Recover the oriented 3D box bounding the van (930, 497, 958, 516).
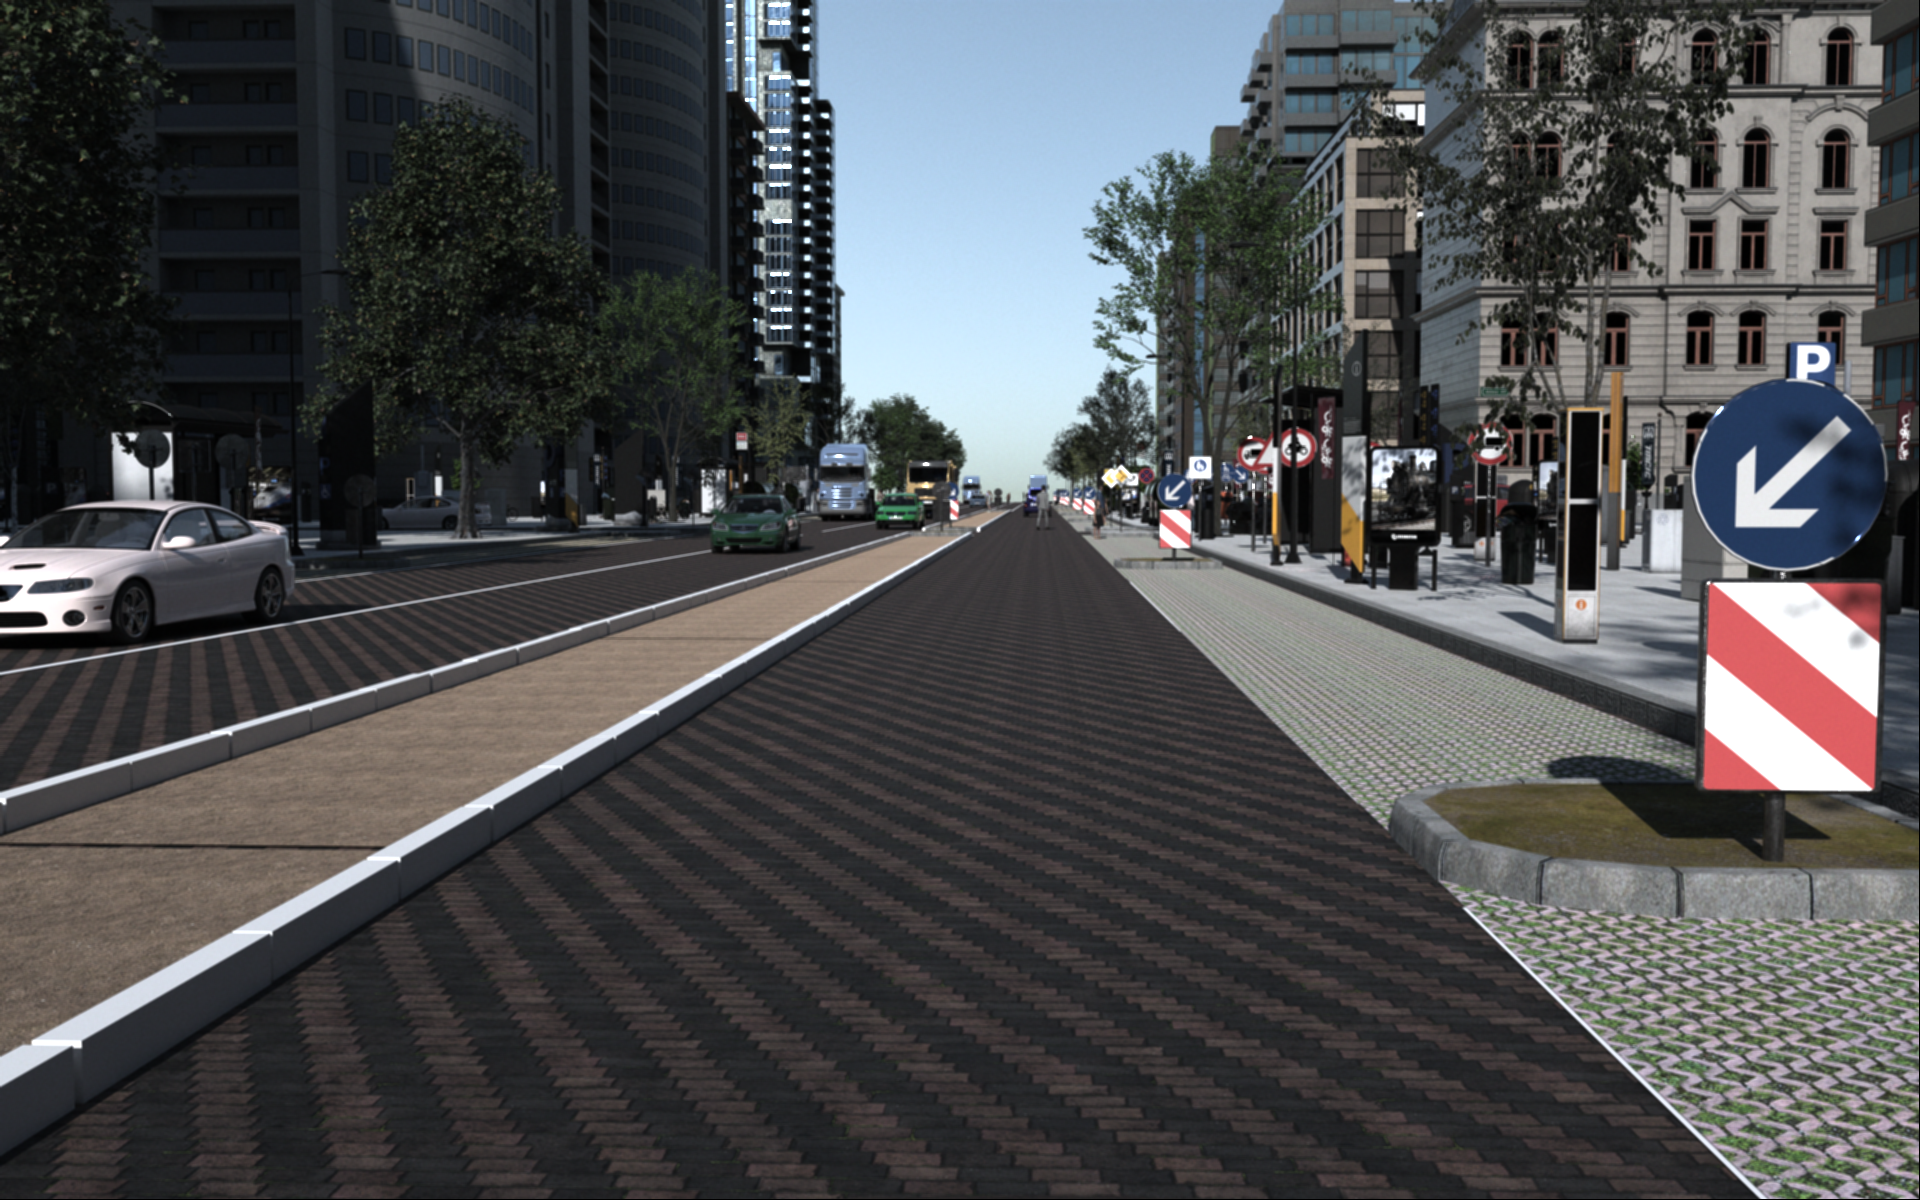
[{"bbox_3d":[-1.101,-6.596,114.850,2.013,2.044,4.112,0,4,2],"label":"van"}]

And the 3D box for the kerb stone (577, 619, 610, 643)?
[{"bbox_3d":[-3.641,0.318,16.991,0.120,0.150,1.000,0,4,3],"label":"kerb stone"}]

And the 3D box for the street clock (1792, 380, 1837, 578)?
[{"bbox_3d":[5.440,-0.405,11.188,0.471,2.002,0.358,0,4,6],"label":"street clock"}]

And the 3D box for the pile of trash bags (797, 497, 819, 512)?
[{"bbox_3d":[-11.142,-6.994,124.107,1.912,1.369,3.447,1,4,18],"label":"pile of trash bags"}]

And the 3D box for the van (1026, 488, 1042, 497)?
[{"bbox_3d":[8.286,-11.176,187.109,2.240,2.365,5.245,0,4,2],"label":"van"}]

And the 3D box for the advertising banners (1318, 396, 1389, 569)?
[{"bbox_3d":[6.905,-2.094,30.433,0.090,3.025,2.074,-2,4,-25],"label":"advertising banners"}]

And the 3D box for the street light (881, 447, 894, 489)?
[{"bbox_3d":[-7.145,-12.058,169.692,1.470,5.913,1.316,0,4,3],"label":"street light"}]

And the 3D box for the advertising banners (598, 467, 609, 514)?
[{"bbox_3d":[-23.286,-7.158,113.217,0.090,3.025,2.074,-2,4,-29],"label":"advertising banners"}]

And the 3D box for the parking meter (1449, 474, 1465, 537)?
[{"bbox_3d":[14.744,-2.793,51.375,0.399,1.863,0.255,3,5,43],"label":"parking meter"}]

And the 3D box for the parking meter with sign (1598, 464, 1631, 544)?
[{"bbox_3d":[16.277,-2.945,44.404,1.738,3.016,0.543,0,4,-4],"label":"parking meter with sign"}]

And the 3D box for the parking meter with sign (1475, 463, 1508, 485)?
[{"bbox_3d":[21.284,-4.419,68.512,1.738,3.016,0.543,1,4,11],"label":"parking meter with sign"}]

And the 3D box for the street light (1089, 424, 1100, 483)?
[{"bbox_3d":[9.454,-8.717,115.061,1.470,5.913,1.316,0,4,3],"label":"street light"}]

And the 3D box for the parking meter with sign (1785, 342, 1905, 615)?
[{"bbox_3d":[9.810,-1.400,19.148,0.543,3.016,1.738,0,4,-3],"label":"parking meter with sign"}]

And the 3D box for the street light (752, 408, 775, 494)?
[{"bbox_3d":[-10.634,-7.389,93.354,1.470,5.913,1.316,0,4,3],"label":"street light"}]

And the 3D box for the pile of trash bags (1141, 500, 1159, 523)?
[{"bbox_3d":[9.616,-4.076,76.403,3.447,1.369,1.912,1,4,15],"label":"pile of trash bags"}]

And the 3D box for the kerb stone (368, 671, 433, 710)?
[{"bbox_3d":[-3.870,0.631,11.883,0.120,0.150,1.000,0,4,3],"label":"kerb stone"}]

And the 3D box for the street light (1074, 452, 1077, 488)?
[{"bbox_3d":[11.844,-11.795,165.389,1.470,5.913,1.316,0,4,3],"label":"street light"}]

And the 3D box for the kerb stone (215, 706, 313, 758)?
[{"bbox_3d":[-3.960,0.756,9.838,0.120,0.150,1.000,0,4,3],"label":"kerb stone"}]

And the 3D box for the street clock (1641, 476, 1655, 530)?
[{"bbox_3d":[22.674,-3.220,57.210,0.471,2.002,0.358,0,4,-7],"label":"street clock"}]

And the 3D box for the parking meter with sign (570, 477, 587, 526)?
[{"bbox_3d":[-15.611,-4.463,69.223,0.543,3.016,1.738,2,4,24],"label":"parking meter with sign"}]

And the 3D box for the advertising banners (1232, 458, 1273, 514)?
[{"bbox_3d":[14.288,-5.399,84.460,2.074,3.025,0.090,2,4,24],"label":"advertising banners"}]

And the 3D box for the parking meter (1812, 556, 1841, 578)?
[{"bbox_3d":[7.580,-0.422,15.305,0.372,1.533,0.369,0,3,0],"label":"parking meter"}]

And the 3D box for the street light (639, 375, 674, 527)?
[{"bbox_3d":[-11.827,-5.812,67.566,1.470,5.913,1.316,0,4,3],"label":"street light"}]

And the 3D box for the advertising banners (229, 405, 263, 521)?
[{"bbox_3d":[-13.769,-2.282,33.493,0.090,3.025,2.074,0,4,-5],"label":"advertising banners"}]

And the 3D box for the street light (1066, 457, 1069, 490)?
[{"bbox_3d":[14.114,-14.993,217.668,1.470,5.913,1.316,0,4,3],"label":"street light"}]

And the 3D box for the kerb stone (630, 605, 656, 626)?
[{"bbox_3d":[-3.542,0.193,19.036,0.120,0.150,1.000,0,4,3],"label":"kerb stone"}]

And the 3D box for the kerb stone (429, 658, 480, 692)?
[{"bbox_3d":[-3.815,0.577,12.906,0.120,0.150,1.000,0,4,3],"label":"kerb stone"}]

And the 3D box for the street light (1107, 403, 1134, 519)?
[{"bbox_3d":[8.235,-7.104,88.691,1.470,5.913,1.316,0,4,3],"label":"street light"}]

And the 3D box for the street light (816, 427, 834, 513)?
[{"bbox_3d":[-9.404,-9.022,120.043,1.470,5.913,1.316,0,4,3],"label":"street light"}]

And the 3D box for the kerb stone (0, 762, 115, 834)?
[{"bbox_3d":[-4.052,0.881,7.793,0.120,0.150,1.000,0,4,3],"label":"kerb stone"}]

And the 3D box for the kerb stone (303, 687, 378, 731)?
[{"bbox_3d":[-3.914,0.694,10.859,0.120,0.150,1.000,0,4,3],"label":"kerb stone"}]

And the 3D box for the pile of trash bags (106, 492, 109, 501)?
[{"bbox_3d":[-69.382,-8.144,142.912,1.912,1.369,3.447,3,5,41],"label":"pile of trash bags"}]

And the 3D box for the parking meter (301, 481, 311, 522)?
[{"bbox_3d":[-29.692,-4.462,78.667,0.399,1.863,0.255,2,4,30],"label":"parking meter"}]

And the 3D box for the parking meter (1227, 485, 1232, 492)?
[{"bbox_3d":[16.266,-6.065,104.873,0.255,1.863,0.399,-3,5,-43],"label":"parking meter"}]

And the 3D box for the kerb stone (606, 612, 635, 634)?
[{"bbox_3d":[-3.584,0.256,18.013,0.120,0.150,1.000,0,4,3],"label":"kerb stone"}]

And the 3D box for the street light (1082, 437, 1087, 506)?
[{"bbox_3d":[10.624,-10.294,140.849,1.470,5.913,1.316,0,4,3],"label":"street light"}]

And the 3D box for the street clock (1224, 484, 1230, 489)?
[{"bbox_3d":[18.335,-6.984,118.761,0.471,2.002,0.358,2,4,32],"label":"street clock"}]

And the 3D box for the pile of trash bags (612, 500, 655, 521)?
[{"bbox_3d":[-15.528,-4.393,81.585,1.912,1.369,3.447,0,4,4],"label":"pile of trash bags"}]

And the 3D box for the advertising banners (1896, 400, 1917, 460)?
[{"bbox_3d":[17.022,-2.199,32.138,2.074,3.025,0.090,-2,4,-26],"label":"advertising banners"}]

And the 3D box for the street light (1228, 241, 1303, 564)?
[{"bbox_3d":[5.630,-3.634,31.952,1.470,5.913,1.316,0,4,3],"label":"street light"}]

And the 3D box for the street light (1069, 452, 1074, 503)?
[{"bbox_3d":[13.030,-13.372,191.177,1.470,5.913,1.316,0,4,3],"label":"street light"}]

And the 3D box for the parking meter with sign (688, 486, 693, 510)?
[{"bbox_3d":[-21.892,-8.924,142.169,0.543,3.016,1.738,0,4,7],"label":"parking meter with sign"}]

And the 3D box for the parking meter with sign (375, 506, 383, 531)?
[{"bbox_3d":[-20.874,-3.892,59.892,0.543,3.016,1.738,3,5,42],"label":"parking meter with sign"}]

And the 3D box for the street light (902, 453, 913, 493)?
[{"bbox_3d":[-5.954,-13.642,195.581,1.470,5.913,1.316,0,4,3],"label":"street light"}]

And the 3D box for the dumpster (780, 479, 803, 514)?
[{"bbox_3d":[-11.111,-6.748,112.827,1.502,2.255,1.985,0,4,3],"label":"dumpster"}]

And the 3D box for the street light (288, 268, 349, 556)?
[{"bbox_3d":[-13.276,-3.871,35.828,1.470,5.913,1.316,0,4,3],"label":"street light"}]

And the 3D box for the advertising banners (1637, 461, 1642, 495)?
[{"bbox_3d":[30.180,-5.009,78.091,2.074,3.025,0.090,-2,4,-26],"label":"advertising banners"}]

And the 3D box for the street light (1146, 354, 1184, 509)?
[{"bbox_3d":[6.880,-5.211,57.737,1.470,5.913,1.316,0,4,3],"label":"street light"}]

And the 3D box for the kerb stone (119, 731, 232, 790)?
[{"bbox_3d":[-4.012,0.822,8.815,0.120,0.150,1.000,0,4,3],"label":"kerb stone"}]

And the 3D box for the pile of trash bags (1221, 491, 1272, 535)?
[{"bbox_3d":[9.311,-2.801,55.552,1.912,1.369,3.447,-2,4,-27],"label":"pile of trash bags"}]

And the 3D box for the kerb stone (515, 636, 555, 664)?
[{"bbox_3d":[-3.719,0.449,14.948,0.120,0.150,1.000,0,4,3],"label":"kerb stone"}]

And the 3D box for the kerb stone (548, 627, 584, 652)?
[{"bbox_3d":[-3.681,0.386,15.970,0.120,0.150,1.000,0,4,3],"label":"kerb stone"}]

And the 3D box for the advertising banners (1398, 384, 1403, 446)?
[{"bbox_3d":[6.925,-1.890,27.083,0.090,3.025,2.074,1,4,12],"label":"advertising banners"}]

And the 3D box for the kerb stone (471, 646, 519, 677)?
[{"bbox_3d":[-3.774,0.508,13.927,0.120,0.150,1.000,0,4,3],"label":"kerb stone"}]

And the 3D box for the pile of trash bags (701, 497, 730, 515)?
[{"bbox_3d":[-14.745,-5.789,104.397,1.912,1.369,3.447,-1,4,-21],"label":"pile of trash bags"}]
